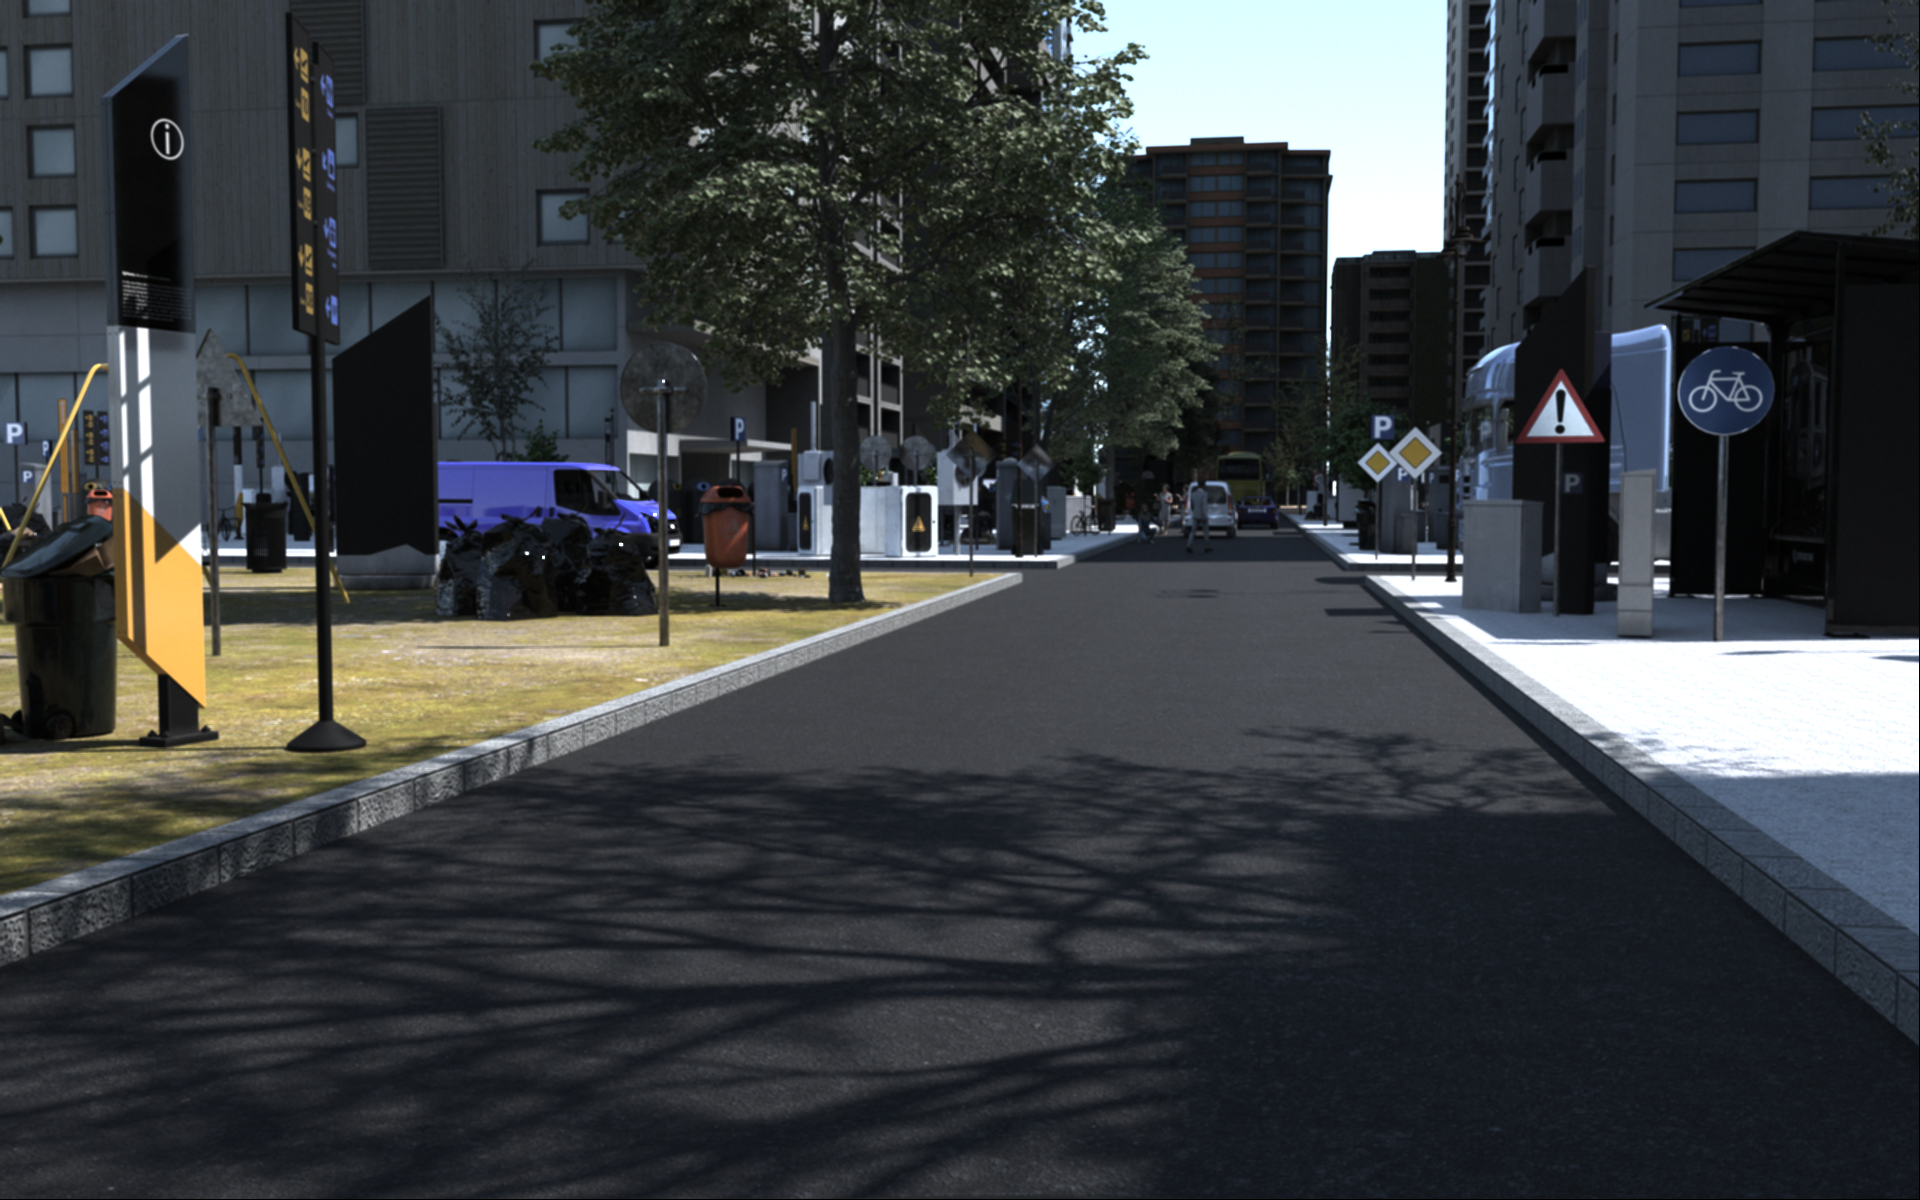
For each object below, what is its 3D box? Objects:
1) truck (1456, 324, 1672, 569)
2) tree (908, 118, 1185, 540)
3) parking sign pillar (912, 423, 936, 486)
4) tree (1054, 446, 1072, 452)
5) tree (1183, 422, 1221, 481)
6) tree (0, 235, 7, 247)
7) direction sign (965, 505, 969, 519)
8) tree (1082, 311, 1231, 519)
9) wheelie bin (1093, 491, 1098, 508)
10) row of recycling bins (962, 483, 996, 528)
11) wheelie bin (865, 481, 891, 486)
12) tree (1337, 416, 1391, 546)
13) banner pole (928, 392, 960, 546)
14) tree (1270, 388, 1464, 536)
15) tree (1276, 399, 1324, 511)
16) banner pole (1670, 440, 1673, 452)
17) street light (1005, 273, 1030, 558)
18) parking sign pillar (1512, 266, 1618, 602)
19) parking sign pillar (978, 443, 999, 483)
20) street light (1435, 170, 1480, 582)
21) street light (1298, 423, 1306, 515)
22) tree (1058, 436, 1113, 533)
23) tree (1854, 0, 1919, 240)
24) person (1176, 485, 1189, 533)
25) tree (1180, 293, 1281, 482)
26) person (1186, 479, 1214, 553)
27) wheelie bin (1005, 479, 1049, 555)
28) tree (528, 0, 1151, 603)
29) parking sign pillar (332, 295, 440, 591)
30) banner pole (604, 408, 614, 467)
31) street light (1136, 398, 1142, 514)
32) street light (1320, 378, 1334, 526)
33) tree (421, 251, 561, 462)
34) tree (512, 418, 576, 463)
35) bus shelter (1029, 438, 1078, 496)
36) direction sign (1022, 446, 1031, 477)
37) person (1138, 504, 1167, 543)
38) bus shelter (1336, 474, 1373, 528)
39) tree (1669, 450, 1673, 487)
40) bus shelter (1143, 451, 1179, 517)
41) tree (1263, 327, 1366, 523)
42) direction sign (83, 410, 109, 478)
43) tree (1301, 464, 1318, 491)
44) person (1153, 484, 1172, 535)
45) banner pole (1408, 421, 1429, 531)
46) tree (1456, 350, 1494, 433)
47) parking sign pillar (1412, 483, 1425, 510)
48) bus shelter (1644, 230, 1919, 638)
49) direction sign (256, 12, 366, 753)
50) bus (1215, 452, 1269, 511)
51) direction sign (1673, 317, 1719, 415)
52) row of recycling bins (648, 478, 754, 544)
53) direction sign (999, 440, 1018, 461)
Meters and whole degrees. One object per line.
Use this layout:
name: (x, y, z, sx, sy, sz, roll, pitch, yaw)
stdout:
truck: (17.001, -2.314, 27.595, 18.799, 4.110, 2.967, 1, 4, 9)
tree: (2.296, -7.474, 47.962, 9.928, 11.665, 9.643, 0, 3, 0)
parking sign pillar: (-1.351, -4.786, 66.716, 1.447, 3.967, 1.447, 2, 4, 28)
tree: (6.581, -7.431, 105.215, 4.285, 4.588, 4.351, 0, 3, 0)
tree: (24.749, -13.752, 175.204, 4.360, 8.622, 3.978, 0, 3, 0)
tree: (-5.061, -1.341, 5.645, 4.285, 4.588, 4.351, 0, 3, 0)
direction sign: (0.441, -6.041, 90.763, 0.379, 3.537, 0.876, -1, 4, -12)
tree: (9.295, -9.401, 88.111, 7.601, 10.594, 8.767, 3, 4, 36)
wheelie bin: (7.286, -4.995, 89.583, 0.693, 1.594, 0.980, -1, 4, -10)
row of recycling bins: (1.699, -3.543, 65.039, 3.534, 1.692, 1.069, 3, 5, 45)
wheelie bin: (-2.022, -2.180, 43.545, 0.980, 1.594, 0.693, -1, 4, -19)
tree: (10.246, -2.986, 43.429, 1.663, 3.219, 1.824, 0, 3, 0)
banner pole: (-0.280, -3.220, 42.662, 0.401, 3.779, 0.863, 3, 5, 44)
tree: (12.519, -4.240, 53.034, 4.285, 4.588, 4.351, 0, 3, 0)
tree: (26.395, -11.231, 133.984, 4.360, 8.622, 3.978, 0, 3, 0)
banner pole: (29.378, -4.948, 70.922, 0.863, 3.779, 0.401, 3, 5, 45)
street light: (1.200, -3.797, 34.872, 0.468, 5.910, 1.993, 1, 4, 10)
parking sign pillar: (7.360, -2.003, 21.217, 1.447, 3.967, 1.447, -1, 4, -20)
parking sign pillar: (1.510, -6.151, 89.047, 1.447, 3.967, 1.447, -3, 5, -41)
street light: (7.180, -3.203, 25.153, 0.468, 5.910, 1.993, 1, 4, 10)
street light: (21.092, -8.217, 107.129, 0.468, 5.910, 1.993, 1, 4, 10)
tree: (4.011, -3.848, 57.510, 1.663, 3.219, 1.824, 0, 3, 0)
tree: (13.306, -4.383, 22.028, 4.360, 8.622, 3.978, 0, 3, 0)
person: (8.214, -3.366, 63.894, 0.532, 1.782, 0.716, -1, 4, -16)
tree: (23.321, -18.832, 163.789, 12.611, 20.169, 13.585, 0, 3, 0)
person: (5.865, -2.059, 42.432, 0.850, 1.792, 0.678, -3, 5, -41)
wheelie bin: (1.433, -1.758, 36.644, 0.980, 1.594, 0.693, 1, 4, 16)
tree: (-1.773, -6.262, 20.504, 7.486, 12.596, 7.792, 0, 3, 0)
parking sign pillar: (-7.822, -2.149, 23.612, 1.447, 3.967, 1.447, -1, 4, -9)
banner pole: (-10.120, -3.676, 50.113, 0.401, 3.779, 0.863, 0, 4, 8)
street light: (7.539, -6.086, 72.292, 0.468, 5.910, 1.993, 1, 4, 10)
street light: (14.660, -5.903, 69.301, 0.468, 5.910, 1.993, 1, 4, 10)
tree: (-13.772, -6.189, 51.552, 4.360, 8.622, 3.978, 0, 3, 0)
tree: (-10.544, -3.025, 44.057, 1.663, 3.219, 1.824, 0, 3, 0)
bus shelter: (4.174, -5.063, 74.059, 1.731, 3.624, 6.357, 1, 4, 9)
direction sign: (3.070, -5.438, 80.906, 0.876, 3.537, 0.379, 0, 4, 3)
person: (5.555, -2.239, 50.607, 1.012, 1.151, 0.738, -1, 4, -15)
bus shelter: (14.624, -4.226, 63.025, 2.014, 3.302, 5.546, 1, 4, 10)
tree: (27.800, -4.491, 68.026, 1.663, 3.219, 1.824, 0, 3, 0)
bus shelter: (11.422, -6.539, 98.197, 1.731, 3.624, 6.357, 1, 4, 10)
tree: (16.119, -7.734, 76.806, 4.737, 8.622, 4.395, 0, 3, 0)
direction sign: (-23.514, -3.377, 47.212, 0.379, 3.537, 0.876, 1, 4, 15)
tree: (22.553, -7.036, 109.641, 1.663, 3.219, 1.824, 0, 3, 0)
person: (6.992, -3.136, 60.127, 0.716, 1.782, 0.532, 2, 4, 31)
banner pole: (15.880, -4.270, 59.838, 0.863, 3.779, 0.401, 1, 4, 8)
tree: (26.615, -8.229, 84.904, 4.737, 8.622, 4.395, 0, 3, 0)
parking sign pillar: (19.741, -5.330, 75.612, 1.447, 3.967, 1.447, -1, 4, -20)
bus shelter: (8.806, -1.657, 18.382, 1.731, 3.624, 6.357, 1, 4, 10)
direction sign: (-3.209, -1.020, 8.669, 0.379, 3.537, 0.876, 0, 4, -8)
bus: (16.362, -6.666, 100.533, 2.896, 3.916, 12.252, 1, 4, 11)
direction sign: (9.506, -1.862, 22.442, 0.379, 3.537, 0.876, -1, 4, -12)
row of recycling bins: (-6.386, -2.320, 45.052, 3.534, 1.692, 1.069, -2, 4, -29)
direction sign: (2.051, -4.920, 72.442, 0.876, 3.537, 0.379, 0, 4, 2)
